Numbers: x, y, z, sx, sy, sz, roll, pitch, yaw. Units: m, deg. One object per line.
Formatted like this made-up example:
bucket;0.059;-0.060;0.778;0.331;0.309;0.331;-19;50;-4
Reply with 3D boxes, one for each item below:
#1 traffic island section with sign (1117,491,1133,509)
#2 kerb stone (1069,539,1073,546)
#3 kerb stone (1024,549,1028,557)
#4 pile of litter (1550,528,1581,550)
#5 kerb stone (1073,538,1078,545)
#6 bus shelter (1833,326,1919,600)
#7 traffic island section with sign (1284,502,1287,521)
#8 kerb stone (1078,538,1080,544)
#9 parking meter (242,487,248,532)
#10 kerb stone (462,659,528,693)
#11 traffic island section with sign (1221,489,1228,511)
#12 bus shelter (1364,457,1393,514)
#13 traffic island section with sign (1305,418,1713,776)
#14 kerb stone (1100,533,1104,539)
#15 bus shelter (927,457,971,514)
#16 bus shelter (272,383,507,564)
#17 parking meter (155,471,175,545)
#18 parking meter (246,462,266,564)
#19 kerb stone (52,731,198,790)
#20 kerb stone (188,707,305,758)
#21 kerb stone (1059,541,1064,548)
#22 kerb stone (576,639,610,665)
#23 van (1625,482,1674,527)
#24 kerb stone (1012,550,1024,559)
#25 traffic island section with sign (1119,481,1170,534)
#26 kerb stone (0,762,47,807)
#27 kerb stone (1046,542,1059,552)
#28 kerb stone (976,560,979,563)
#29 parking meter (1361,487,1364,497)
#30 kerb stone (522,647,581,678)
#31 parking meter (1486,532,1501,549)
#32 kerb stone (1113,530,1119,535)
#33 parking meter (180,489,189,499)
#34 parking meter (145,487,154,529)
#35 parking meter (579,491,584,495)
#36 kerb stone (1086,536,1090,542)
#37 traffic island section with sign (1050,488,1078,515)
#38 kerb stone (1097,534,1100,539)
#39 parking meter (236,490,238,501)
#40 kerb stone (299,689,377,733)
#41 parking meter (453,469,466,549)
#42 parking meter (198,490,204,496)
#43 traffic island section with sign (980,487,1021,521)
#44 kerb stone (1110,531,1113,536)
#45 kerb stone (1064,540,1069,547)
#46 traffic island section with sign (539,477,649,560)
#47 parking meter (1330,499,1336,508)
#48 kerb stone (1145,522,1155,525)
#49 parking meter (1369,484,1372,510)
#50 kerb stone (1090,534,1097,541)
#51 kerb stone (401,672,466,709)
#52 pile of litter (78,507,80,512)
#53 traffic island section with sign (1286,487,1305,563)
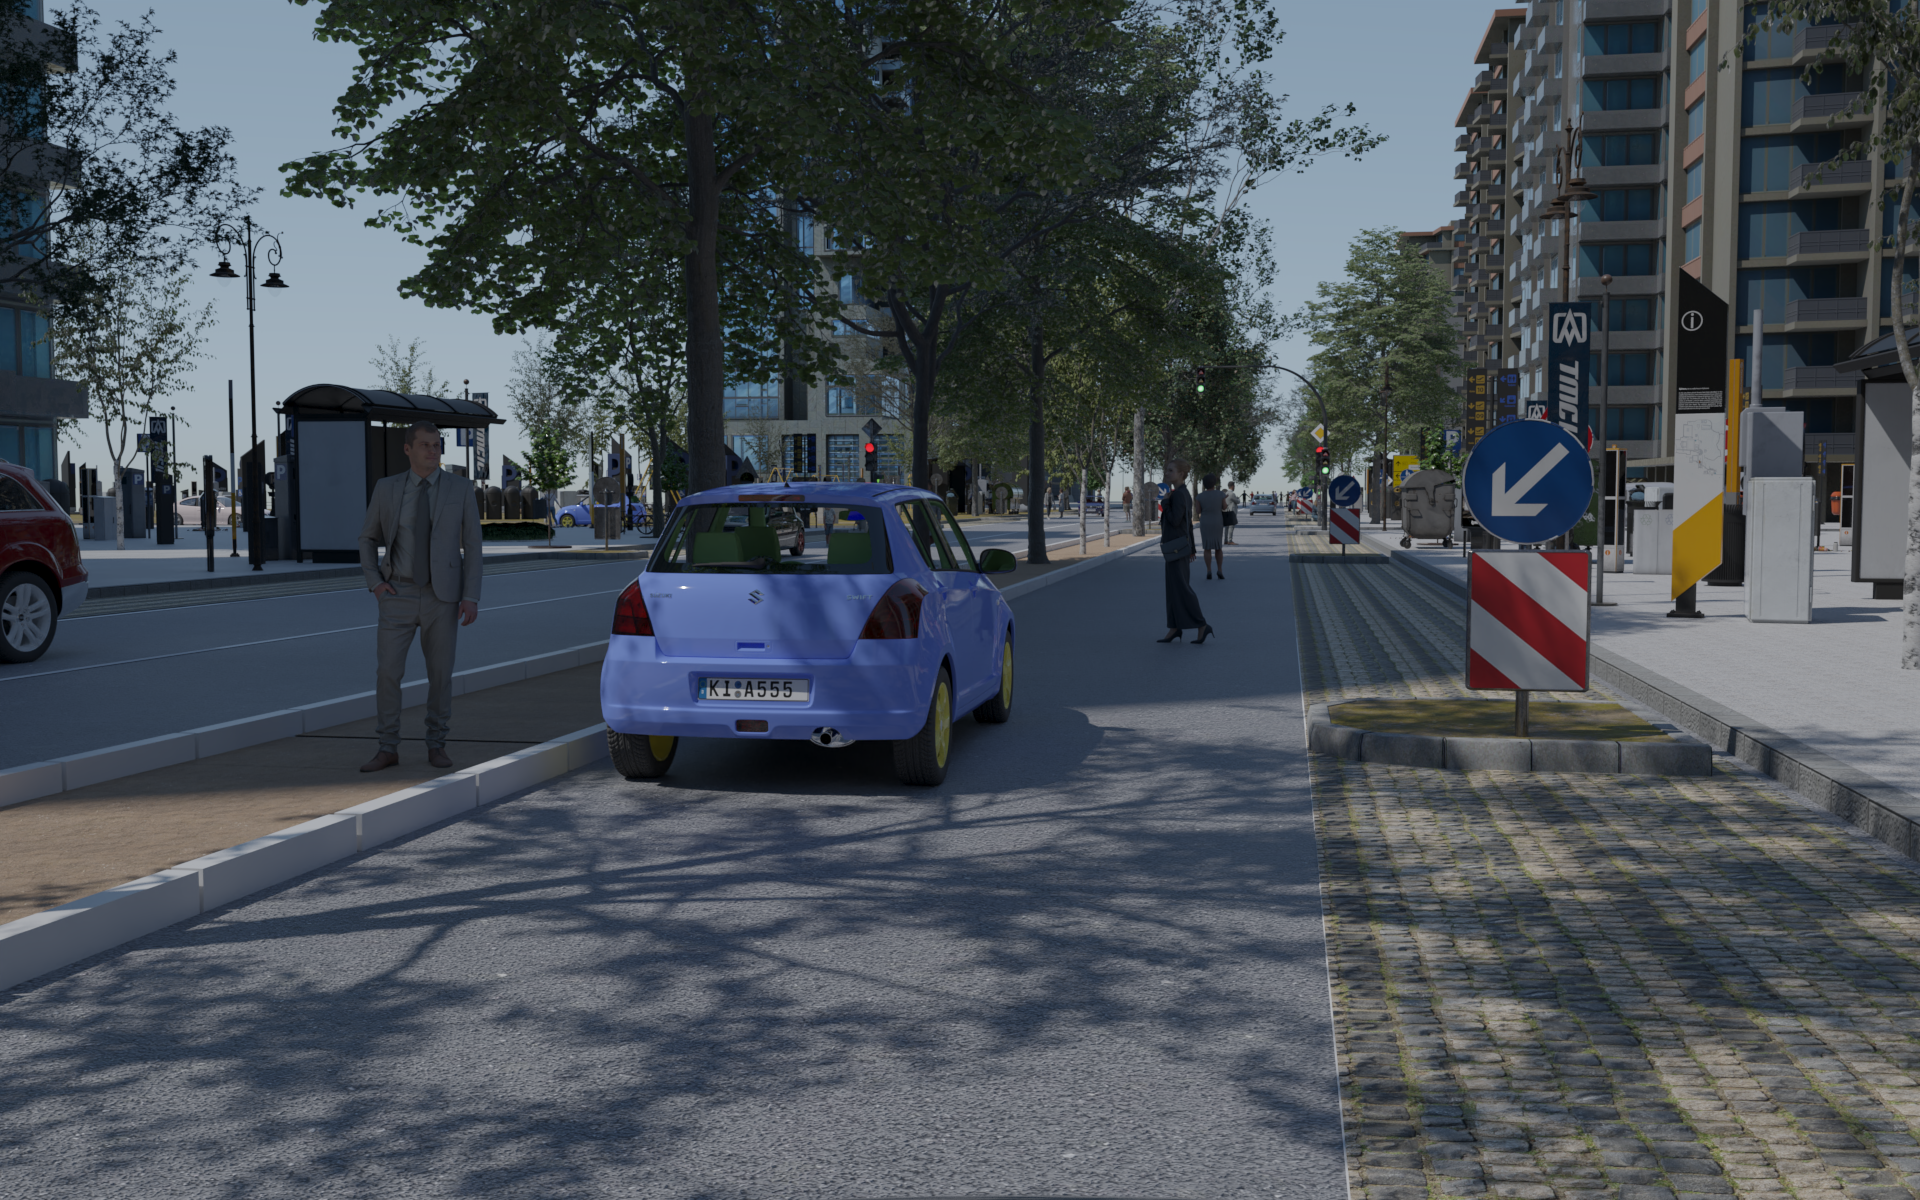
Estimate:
traffic island section with sign;16.399;-9.842;169.543;1.989;1.847;2.006;1;4;11
kerb stone;2.894;-1.526;47.148;0.120;0.150;1.000;1;4;11
kerb stone;1.394;-1.033;39.089;0.120;0.150;1.000;1;4;11
pile of litter;10.085;-0.970;29.823;1.719;0.858;1.176;-3;4;-38
kerb stone;3.081;-1.588;48.160;0.120;0.150;1.000;1;4;11
bus shelter;11.200;-1.499;18.437;2.014;3.302;5.546;1;4;10
traffic island section with sign;18.119;-5.043;91.081;1.989;1.847;2.006;1;4;11
kerb stone;3.269;-1.649;49.165;0.120;0.150;1.000;1;4;11
parking meter;-24.152;-3.080;58.770;0.372;1.533;0.369;0;3;0
kerb stone;-3.498;0.576;12.845;0.120;0.150;1.000;1;4;11
traffic island section with sign;21.905;-8.278;143.484;2.006;1.907;1.989;1;4;11
bus shelter;28.584;-7.778;118.460;1.731;3.624;6.357;1;4;11
traffic island section with sign;3.002;-0.074;9.840;1.989;1.847;2.006;1;4;11
kerb stone;4.392;-2.019;55.199;0.120;0.150;1.000;1;4;11
bus shelter;-0.673;-7.258;109.949;1.731;3.624;6.357;1;4;10
bus shelter;-11.149;-2.478;34.443;2.014;3.302;5.546;1;4;10
parking meter;-20.242;-2.348;44.108;0.255;1.863;0.399;3;4;37
parking meter;-12.898;-1.592;31.733;0.255;1.863;0.399;-1;4;-14
kerb stone;-4.254;0.821;8.812;0.120;0.150;1.000;1;4;11
kerb stone;-4.060;0.759;9.816;0.120;0.150;1.000;1;4;11
kerb stone;2.512;-1.402;45.133;0.120;0.150;1.000;1;4;11
kerb stone;-3.123;0.449;14.860;0.120;0.150;1.000;1;4;11
van;23.680;-3.384;62.333;4.112;2.044;2.013;1;4;12
kerb stone;1.212;-0.972;38.083;0.120;0.150;1.000;1;4;11
traffic island section with sign;6.785;-3.315;62.330;2.006;1.907;1.989;1;4;11
kerb stone;-4.441;0.881;7.794;0.120;0.150;1.000;1;4;11
kerb stone;2.334;-1.340;44.126;0.120;0.150;1.000;1;4;11
kerb stone;0.453;-0.724;34.055;0.120;0.150;1.000;1;4;11
parking meter;32.855;-8.312;141.617;0.255;1.863;0.399;1;4;11
kerb stone;-3.308;0.515;13.855;0.120;0.150;1.000;1;4;11
parking meter;11.333;-1.905;36.866;0.399;1.863;0.255;2;4;32
kerb stone;5.334;-2.327;60.258;0.120;0.150;1.000;1;4;11
parking meter;-37.351;-4.590;83.454;0.372;1.533;0.369;0;3;0
parking meter;-29.781;-3.371;63.532;0.372;1.533;0.369;0;3;0
parking meter;-27.724;-7.246;126.876;0.372;1.533;0.369;0;3;0
kerb stone;3.646;-1.772;51.174;0.120;0.150;1.000;1;4;11
traffic island section with sign;7.234;-6.835;120.384;1.989;1.847;2.006;1;4;11
kerb stone;4.198;-1.957;54.192;0.120;0.150;1.000;1;4;11
parking meter;-40.179;-5.393;96.592;0.372;1.533;0.369;0;3;0
kerb stone;-3.870;0.697;10.826;0.120;0.150;1.000;1;4;11
parking meter;-11.723;-2.134;40.597;0.399;1.863;0.255;1;4;23
parking meter;-44.688;-5.732;102.123;0.372;1.533;0.369;0;3;0
traffic island section with sign;2.222;-5.187;93.443;1.989;1.847;2.006;1;4;11
kerb stone;4.962;-2.204;58.232;0.120;0.150;1.000;1;4;11
kerb stone;2.706;-1.464;46.137;0.120;0.150;1.000;1;4;11
traffic island section with sign;-8.031;-1.825;38.469;1.989;1.847;2.006;1;4;11
parking meter;23.267;-6.263;108.110;0.399;1.863;0.255;1;4;19
kerb stone;8.430;-3.339;76.873;0.120;0.150;1.000;1;4;11
parking meter;22.909;-5.529;96.117;0.399;1.863;0.255;1;4;13
kerb stone;4.017;-1.895;53.185;0.120;0.150;1.000;1;4;11
kerb stone;-3.682;0.633;11.839;0.120;0.150;1.000;1;4;11
pile of litter;-61.017;-6.572;121.416;1.176;0.858;1.719;2;4;35
traffic island section with sign;7.930;-1.695;36.342;1.989;1.847;2.006;1;4;11
